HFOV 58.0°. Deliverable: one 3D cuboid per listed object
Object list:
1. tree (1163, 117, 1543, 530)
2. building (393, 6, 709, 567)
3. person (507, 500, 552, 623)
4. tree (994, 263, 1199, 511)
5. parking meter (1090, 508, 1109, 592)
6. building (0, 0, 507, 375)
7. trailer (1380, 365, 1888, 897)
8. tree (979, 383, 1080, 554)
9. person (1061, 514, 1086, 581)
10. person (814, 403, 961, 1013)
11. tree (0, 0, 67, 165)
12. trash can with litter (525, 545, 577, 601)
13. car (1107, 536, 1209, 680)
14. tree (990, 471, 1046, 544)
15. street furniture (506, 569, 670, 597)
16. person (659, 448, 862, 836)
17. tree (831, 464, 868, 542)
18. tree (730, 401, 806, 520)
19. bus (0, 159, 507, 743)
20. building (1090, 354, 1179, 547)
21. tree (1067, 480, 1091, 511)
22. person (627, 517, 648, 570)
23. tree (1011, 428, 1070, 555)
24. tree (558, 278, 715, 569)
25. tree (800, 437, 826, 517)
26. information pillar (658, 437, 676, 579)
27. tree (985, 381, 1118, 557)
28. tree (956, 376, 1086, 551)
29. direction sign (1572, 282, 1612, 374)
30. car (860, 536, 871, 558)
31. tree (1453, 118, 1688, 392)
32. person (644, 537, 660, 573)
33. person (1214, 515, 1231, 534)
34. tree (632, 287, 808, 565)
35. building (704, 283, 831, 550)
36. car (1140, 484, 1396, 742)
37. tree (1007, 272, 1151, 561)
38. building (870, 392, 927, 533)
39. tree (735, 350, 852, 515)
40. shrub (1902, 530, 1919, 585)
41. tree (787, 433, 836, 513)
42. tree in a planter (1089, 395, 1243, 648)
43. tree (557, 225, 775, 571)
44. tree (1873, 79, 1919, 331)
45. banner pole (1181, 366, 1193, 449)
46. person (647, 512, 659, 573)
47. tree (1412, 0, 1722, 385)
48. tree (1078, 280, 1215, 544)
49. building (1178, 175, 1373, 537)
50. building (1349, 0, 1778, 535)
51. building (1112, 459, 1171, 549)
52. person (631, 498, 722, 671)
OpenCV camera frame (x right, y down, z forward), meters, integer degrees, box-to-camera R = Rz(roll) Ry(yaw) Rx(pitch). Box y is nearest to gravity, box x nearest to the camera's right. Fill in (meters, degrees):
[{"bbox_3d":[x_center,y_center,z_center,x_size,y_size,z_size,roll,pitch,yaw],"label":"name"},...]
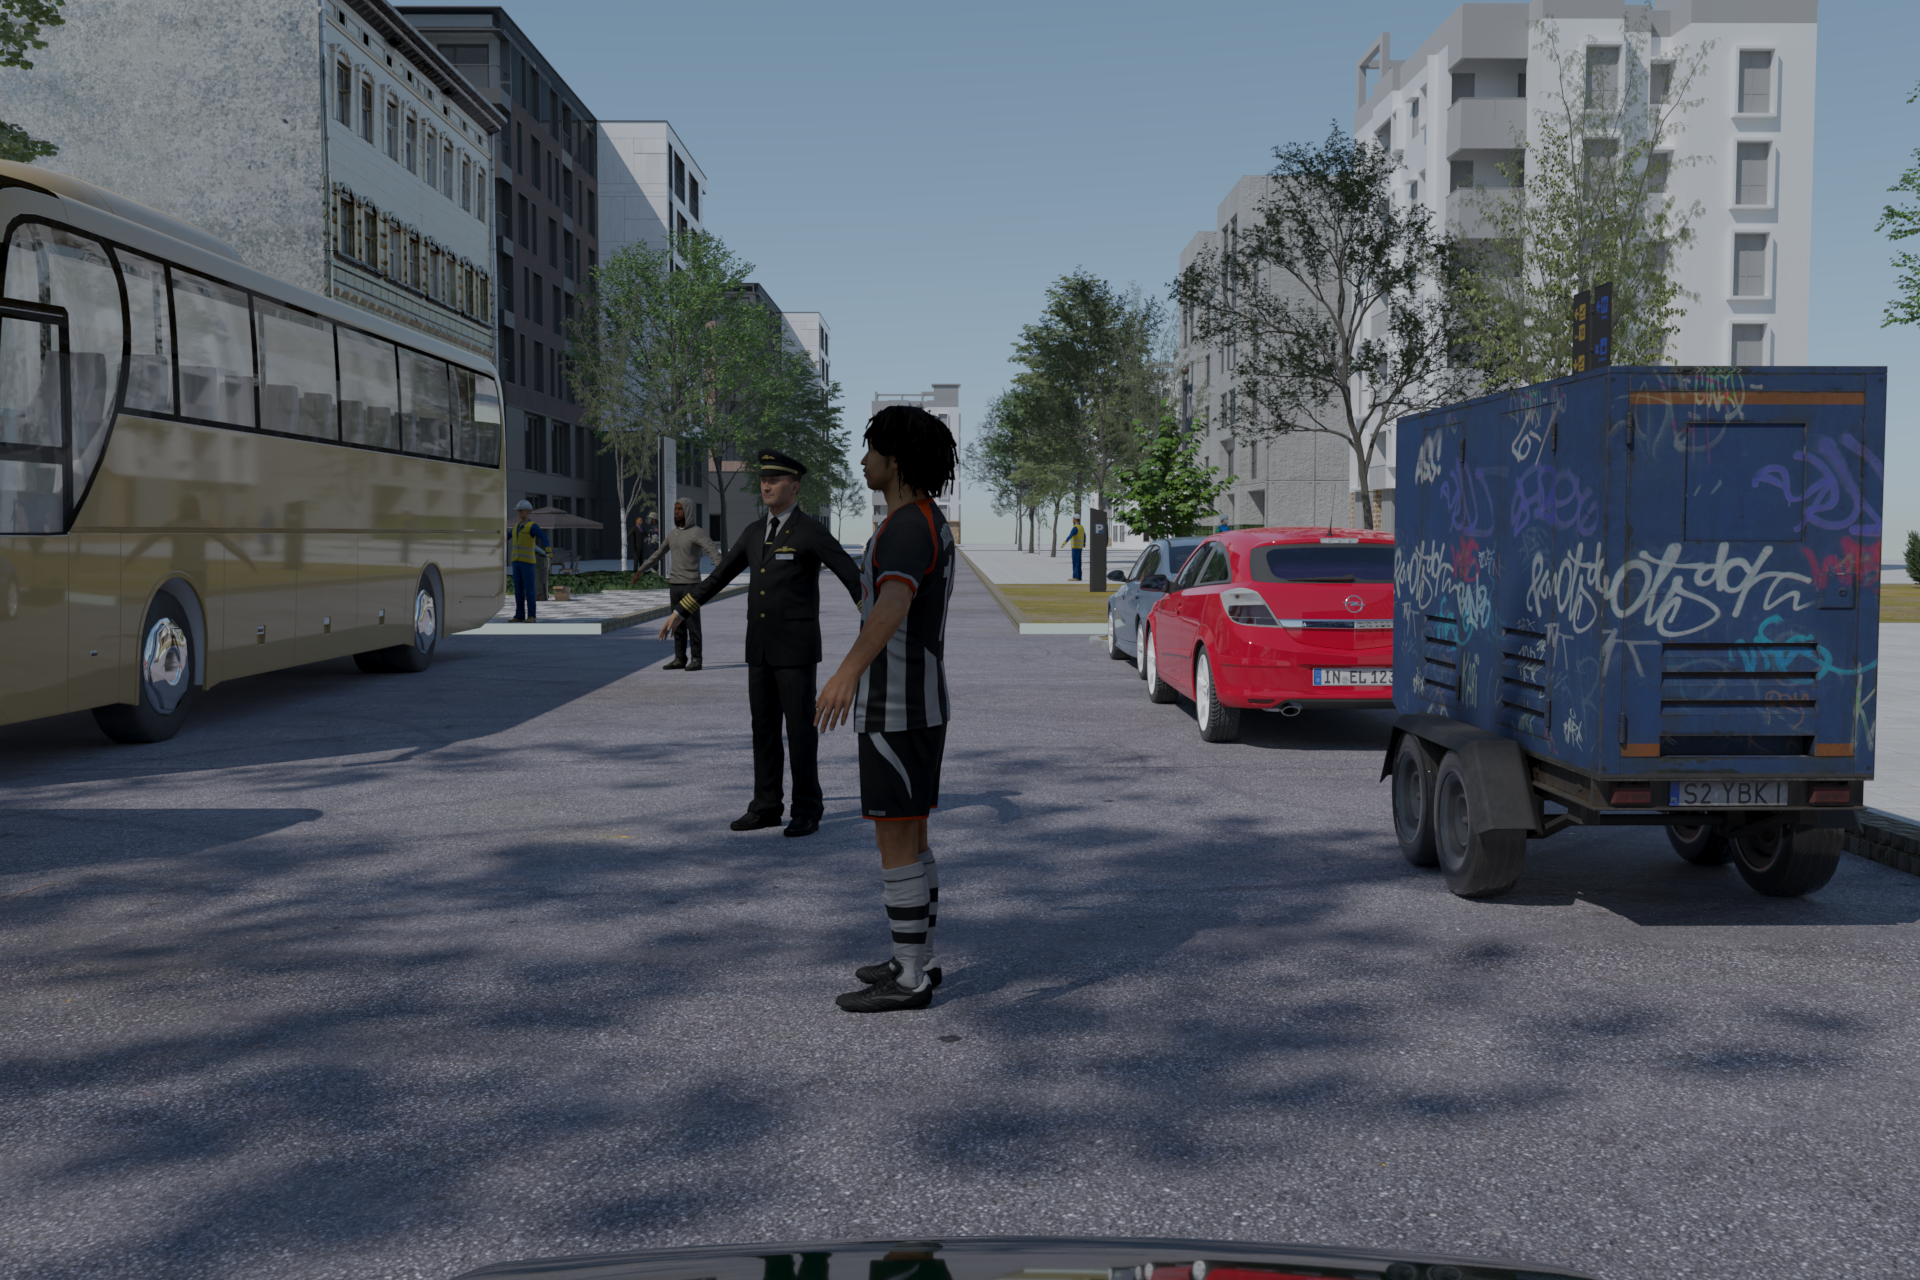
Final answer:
[{"bbox_3d":[9.049,-6.363,38.449,8.767,10.594,7.601,-1,4,-17],"label":"tree"},{"bbox_3d":[-28.372,-14.660,83.671,27.936,21.610,32.646,0,4,0],"label":"building"},{"bbox_3d":[-6.355,-1.136,25.033,1.216,1.772,0.721,2,4,28],"label":"person"},{"bbox_3d":[4.716,-7.719,60.615,7.601,10.594,8.767,-1,4,-17],"label":"tree"},{"bbox_3d":[3.075,-1.993,38.290,0.399,1.863,0.255,0,4,-2],"label":"parking meter"},{"bbox_3d":[-26.076,-13.657,54.224,19.493,23.208,18.063,0,4,-1],"label":"building"},{"bbox_3d":[2.637,-0.050,7.859,1.471,1.999,3.904,0,4,-1],"label":"trailer"},{"bbox_3d":[4.799,-11.531,114.292,9.928,11.665,9.643,0,3,0],"label":"tree"},{"bbox_3d":[3.159,-2.526,47.271,0.705,1.833,1.349,2,4,31],"label":"person"},{"bbox_3d":[-0.201,0.201,5.314,0.704,1.843,1.345,0,4,7],"label":"person"},{"bbox_3d":[-12.844,-6.061,17.217,7.486,12.596,7.792,0,3,0],"label":"tree"},{"bbox_3d":[-7.909,-1.339,33.288,1.055,1.170,0.624,0,4,-1],"label":"trash can with litter"},{"bbox_3d":[2.604,-0.385,18.291,2.014,1.417,4.499,0,4,-1],"label":"car"},{"bbox_3d":[7.355,-17.303,217.312,7.601,10.594,8.767,0,4,-4],"label":"tree"},{"bbox_3d":[-11.258,-1.338,37.511,10.072,0.657,5.734,-1,4,-13],"label":"street furniture"},{"bbox_3d":[-0.872,0.003,8.339,1.347,1.837,0.705,2,4,32],"label":"person"},{"bbox_3d":[-15.111,-17.477,220.161,7.601,10.594,8.767,0,4,3],"label":"tree"},{"bbox_3d":[-11.053,-8.821,94.578,4.360,8.622,3.978,0,3,0],"label":"tree"},{"bbox_3d":[-6.701,-1.440,15.090,2.896,3.916,12.252,0,4,-1],"label":"bus"},{"bbox_3d":[19.476,-20.446,190.705,16.016,20.090,11.380,0,4,-1],"label":"building"},{"bbox_3d":[17.212,-17.955,219.323,9.928,11.665,9.643,0,3,0],"label":"tree"},{"bbox_3d":[-9.758,-2.847,52.766,0.704,1.802,1.346,3,4,36],"label":"person"},{"bbox_3d":[4.591,-9.512,105.888,4.360,8.622,3.978,0,3,0],"label":"tree"},{"bbox_3d":[-10.023,-6.127,50.543,4.360,8.622,3.978,0,3,0],"label":"tree"},{"bbox_3d":[-11.295,-10.758,126.253,4.737,8.622,4.395,0,3,0],"label":"tree"},{"bbox_3d":[-7.184,-3.135,42.577,0.184,3.620,1.656,0,4,0],"label":"information pillar"},{"bbox_3d":[5.291,-9.808,94.775,8.767,10.594,7.601,-2,4,-30],"label":"tree"},{"bbox_3d":[4.697,-13.501,131.104,12.009,13.543,11.850,0,3,0],"label":"tree"},{"bbox_3d":[5.823,-1.471,16.054,0.379,3.537,0.876,0,4,-1],"label":"direction sign"},{"bbox_3d":[-3.682,-4.284,82.399,2.083,1.381,4.827,0,4,-1],"label":"car"},{"bbox_3d":[10.893,-4.904,30.549,4.737,8.622,4.395,0,3,0],"label":"tree"},{"bbox_3d":[-9.919,-3.144,57.583,1.347,1.806,0.705,-2,4,-25],"label":"person"},{"bbox_3d":[7.435,-2.594,48.535,1.347,1.817,0.704,-3,5,-44],"label":"person"},{"bbox_3d":[-9.937,-8.935,71.836,9.928,11.665,9.643,0,3,0],"label":"tree"},{"bbox_3d":[-26.865,-19.159,157.228,27.936,21.610,32.646,0,3,0],"label":"building"},{"bbox_3d":[2.525,-0.267,13.408,2.155,1.783,4.494,0,4,-1],"label":"car"},{"bbox_3d":[5.508,-9.640,75.735,7.486,12.596,7.792,0,3,0],"label":"tree"},{"bbox_3d":[-11.111,-22.230,222.330,11.380,20.090,16.016,0,4,5],"label":"building"},{"bbox_3d":[-10.250,-11.518,106.453,7.486,12.596,7.792,0,3,0],"label":"tree"},{"bbox_3d":[22.960,-2.232,40.539,1.661,2.075,1.752,0,3,0],"label":"shrub"},{"bbox_3d":[-10.602,-10.354,119.657,4.737,8.622,4.395,0,3,0],"label":"tree"},{"bbox_3d":[2.692,-1.539,22.391,1.991,3.239,1.994,0,4,0],"label":"tree in a planter"},{"bbox_3d":[-9.807,-8.102,58.221,9.928,11.665,9.643,0,3,0],"label":"tree"},{"bbox_3d":[19.118,-6.263,28.156,9.928,11.665,9.643,0,3,0],"label":"tree"},{"bbox_3d":[3.362,-2.181,25.681,0.401,3.779,0.863,0,4,-2],"label":"banner pole"},{"bbox_3d":[-8.185,-2.471,46.173,0.705,1.856,1.354,-1,4,-13],"label":"person"},{"bbox_3d":[8.669,-4.497,23.883,4.360,8.622,3.978,0,3,0],"label":"tree"},{"bbox_3d":[5.641,-6.112,50.290,4.360,8.622,3.978,0,3,0],"label":"tree"},{"bbox_3d":[22.264,-13.926,94.153,16.747,18.905,31.486,0,4,0],"label":"building"},{"bbox_3d":[20.566,-12.878,66.980,16.016,20.090,11.380,0,4,0],"label":"building"},{"bbox_3d":[19.139,-12.880,152.734,9.099,9.664,28.070,0,4,0],"label":"building"},{"bbox_3d":[-2.909,-0.590,18.229,1.348,1.813,0.705,3,4,36],"label":"person"}]
